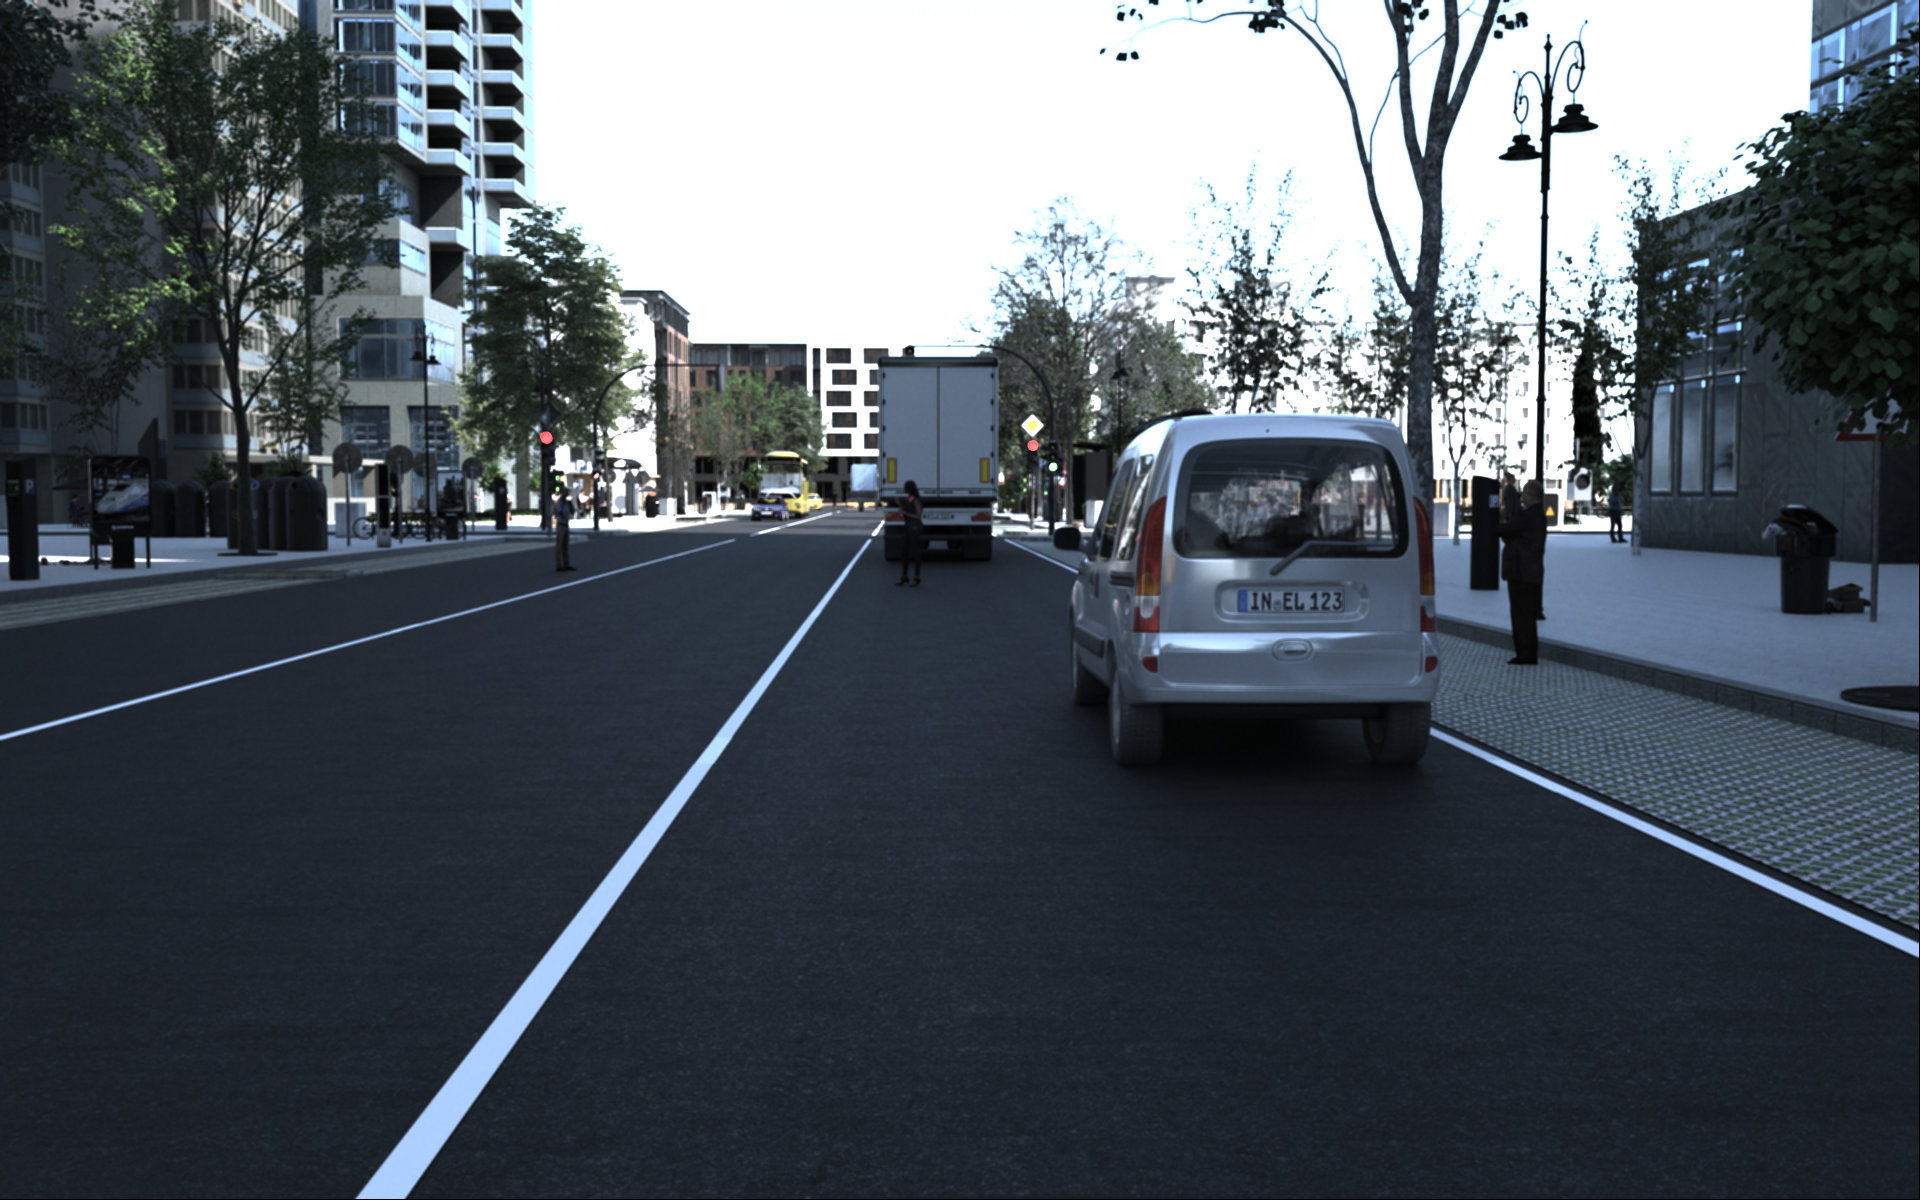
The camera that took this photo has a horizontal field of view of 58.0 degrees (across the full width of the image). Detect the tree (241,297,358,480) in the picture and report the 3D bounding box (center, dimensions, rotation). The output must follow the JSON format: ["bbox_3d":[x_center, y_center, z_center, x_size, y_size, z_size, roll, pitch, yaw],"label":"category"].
[{"bbox_3d":[-23.958,-6.861,62.540,4.737,8.622,4.395,0,3,0],"label":"tree"}]

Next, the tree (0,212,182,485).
[{"bbox_3d":[-21.925,-5.739,44.188,4.360,8.622,3.978,0,3,0],"label":"tree"}]

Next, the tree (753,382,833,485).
[{"bbox_3d":[-19.210,-17.829,198.164,9.857,13.997,8.962,0,3,0],"label":"tree"}]

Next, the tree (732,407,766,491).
[{"bbox_3d":[-16.798,-10.487,121.830,4.360,8.622,3.978,0,3,0],"label":"tree"}]

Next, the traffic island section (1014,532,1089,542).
[{"bbox_3d":[2.826,-1.887,53.137,2.009,0.180,2.903,0,4,-2],"label":"traffic island section"}]

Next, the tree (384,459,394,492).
[{"bbox_3d":[-31.905,-6.218,96.267,1.663,3.219,1.824,0,3,0],"label":"tree"}]

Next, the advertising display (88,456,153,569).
[{"bbox_3d":[-14.398,-1.500,29.731,0.974,1.923,0.123,-3,5,-43],"label":"advertising display"}]

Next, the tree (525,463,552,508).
[{"bbox_3d":[-26.086,-6.913,107.621,1.663,3.219,1.824,0,3,0],"label":"tree"}]

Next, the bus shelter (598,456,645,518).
[{"bbox_3d":[-18.801,-6.226,95.718,2.014,3.302,5.546,0,4,-2],"label":"bus shelter"}]

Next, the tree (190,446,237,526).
[{"bbox_3d":[-29.831,-4.569,69.308,1.663,3.219,1.824,0,3,0],"label":"tree"}]

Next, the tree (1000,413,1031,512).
[{"bbox_3d":[3.161,-11.692,125.571,7.601,10.594,8.767,0,4,1],"label":"tree"}]

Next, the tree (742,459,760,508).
[{"bbox_3d":[-18.821,-10.966,163.002,4.285,4.588,4.351,0,3,0],"label":"tree"}]

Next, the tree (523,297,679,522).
[{"bbox_3d":[-16.167,-8.789,78.116,7.601,10.594,8.767,0,4,-3],"label":"tree"}]

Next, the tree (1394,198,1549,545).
[{"bbox_3d":[12.438,-5.668,43.030,4.360,8.622,3.978,0,3,0],"label":"tree"}]

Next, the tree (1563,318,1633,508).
[{"bbox_3d":[52.299,-13.779,127.114,18.604,14.587,13.155,-1,4,-15],"label":"tree"}]

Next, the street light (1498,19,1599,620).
[{"bbox_3d":[5.899,-2.737,17.543,0.468,5.910,1.993,0,4,-2],"label":"street light"}]

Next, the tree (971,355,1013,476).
[{"bbox_3d":[1.532,-15.161,154.544,9.857,13.997,8.962,0,3,0],"label":"tree"}]

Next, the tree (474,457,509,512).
[{"bbox_3d":[-22.657,-5.450,83.703,1.663,3.219,1.824,0,3,0],"label":"tree"}]

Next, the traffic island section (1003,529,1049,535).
[{"bbox_3d":[2.568,-2.375,61.118,2.009,0.180,2.903,0,4,-2],"label":"traffic island section"}]

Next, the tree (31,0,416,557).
[{"bbox_3d":[-15.017,-6.731,35.805,9.928,11.665,9.643,0,3,0],"label":"tree"}]

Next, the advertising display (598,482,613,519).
[{"bbox_3d":[-18.501,-5.171,89.765,0.974,1.923,0.123,-2,4,-29],"label":"advertising display"}]

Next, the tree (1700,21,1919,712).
[{"bbox_3d":[6.273,-1.635,10.441,4.285,4.588,4.351,0,3,0],"label":"tree"}]

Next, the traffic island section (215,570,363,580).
[{"bbox_3d":[-11.413,-0.422,29.770,1.991,0.108,1.994,0,4,-2],"label":"traffic island section"}]

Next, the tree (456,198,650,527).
[{"bbox_3d":[-15.746,-9.112,67.108,7.486,12.596,7.792,0,3,0],"label":"tree"}]

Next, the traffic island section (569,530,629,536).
[{"bbox_3d":[-12.745,-2.346,60.631,2.009,0.180,2.903,0,4,-2],"label":"traffic island section"}]

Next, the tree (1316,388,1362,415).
[{"bbox_3d":[24.420,-9.891,112.082,4.737,8.622,4.395,0,3,0],"label":"tree"}]

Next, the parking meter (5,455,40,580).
[{"bbox_3d":[-13.991,-1.231,25.840,0.255,1.863,0.399,1,4,9],"label":"parking meter"}]

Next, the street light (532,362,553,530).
[{"bbox_3d":[-14.676,-5.390,60.906,0.468,5.910,1.993,0,4,-2],"label":"street light"}]

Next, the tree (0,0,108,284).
[{"bbox_3d":[-14.260,-6.885,19.221,9.857,13.997,8.962,0,3,0],"label":"tree"}]

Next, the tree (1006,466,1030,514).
[{"bbox_3d":[3.843,-7.053,109.916,1.663,3.219,1.824,0,3,0],"label":"tree"}]

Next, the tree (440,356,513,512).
[{"bbox_3d":[-25.541,-8.678,92.249,4.737,8.622,4.395,0,3,0],"label":"tree"}]

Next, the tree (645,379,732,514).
[{"bbox_3d":[-17.624,-9.758,109.913,4.360,8.622,3.978,0,3,0],"label":"tree"}]

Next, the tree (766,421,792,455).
[{"bbox_3d":[-18.691,-13.692,174.220,4.360,8.622,3.978,0,3,0],"label":"tree"}]

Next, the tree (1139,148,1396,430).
[{"bbox_3d":[6.432,-5.366,38.100,4.360,8.622,3.978,0,3,0],"label":"tree"}]

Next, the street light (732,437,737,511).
[{"bbox_3d":[-17.002,-9.638,130.367,0.468,5.910,1.993,0,4,-2],"label":"street light"}]

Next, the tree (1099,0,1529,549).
[{"bbox_3d":[7.269,-10.386,25.702,12.611,20.169,13.585,0,3,0],"label":"tree"}]

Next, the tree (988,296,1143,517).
[{"bbox_3d":[4.404,-11.056,97.779,9.611,12.733,9.660,0,3,0],"label":"tree"}]

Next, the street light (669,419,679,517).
[{"bbox_3d":[-15.858,-7.532,95.942,0.468,5.910,1.993,0,4,-2],"label":"street light"}]

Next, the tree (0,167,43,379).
[{"bbox_3d":[-21.574,-5.256,36.290,4.737,8.622,4.395,0,3,0],"label":"tree"}]

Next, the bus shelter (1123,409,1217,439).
[{"bbox_3d":[5.488,-3.063,43.996,2.014,3.302,5.546,0,4,-2],"label":"bus shelter"}]

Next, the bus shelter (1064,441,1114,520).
[{"bbox_3d":[5.902,-5.392,79.442,1.731,3.624,6.357,0,4,-2],"label":"bus shelter"}]

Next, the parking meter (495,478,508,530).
[{"bbox_3d":[-16.225,-3.398,61.263,0.399,1.863,0.255,-3,4,-36],"label":"parking meter"}]

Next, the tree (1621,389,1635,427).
[{"bbox_3d":[32.247,-7.814,78.121,4.360,8.622,3.978,0,3,0],"label":"tree"}]

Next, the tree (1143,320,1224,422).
[{"bbox_3d":[12.912,-11.988,113.005,9.611,12.733,9.660,0,3,0],"label":"tree"}]

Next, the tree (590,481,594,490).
[{"bbox_3d":[-27.433,-8.410,132.100,1.663,3.219,1.824,0,3,0],"label":"tree"}]

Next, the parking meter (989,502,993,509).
[{"bbox_3d":[2.359,-7.663,133.699,0.372,1.533,0.369,0,3,0],"label":"parking meter"}]

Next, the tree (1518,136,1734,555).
[{"bbox_3d":[14.163,-5.257,36.322,4.737,8.622,4.395,0,3,0],"label":"tree"}]

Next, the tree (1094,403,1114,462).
[{"bbox_3d":[11.954,-11.019,130.522,4.360,8.622,3.978,0,3,0],"label":"tree"}]

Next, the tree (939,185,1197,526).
[{"bbox_3d":[4.354,-9.763,69.993,12.009,13.543,11.850,0,3,0],"label":"tree"}]

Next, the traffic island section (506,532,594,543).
[{"bbox_3d":[-12.488,-1.857,52.650,2.009,0.180,2.903,0,4,-2],"label":"traffic island section"}]

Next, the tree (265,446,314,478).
[{"bbox_3d":[-26.759,-4.594,69.721,1.663,3.219,1.824,0,3,0],"label":"tree"}]

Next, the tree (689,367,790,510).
[{"bbox_3d":[-17.934,-13.141,140.616,9.928,11.665,9.643,0,3,0],"label":"tree"}]

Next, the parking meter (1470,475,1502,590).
[{"bbox_3d":[7.048,-0.906,23.226,0.372,1.533,0.369,0,3,0],"label":"parking meter"}]
